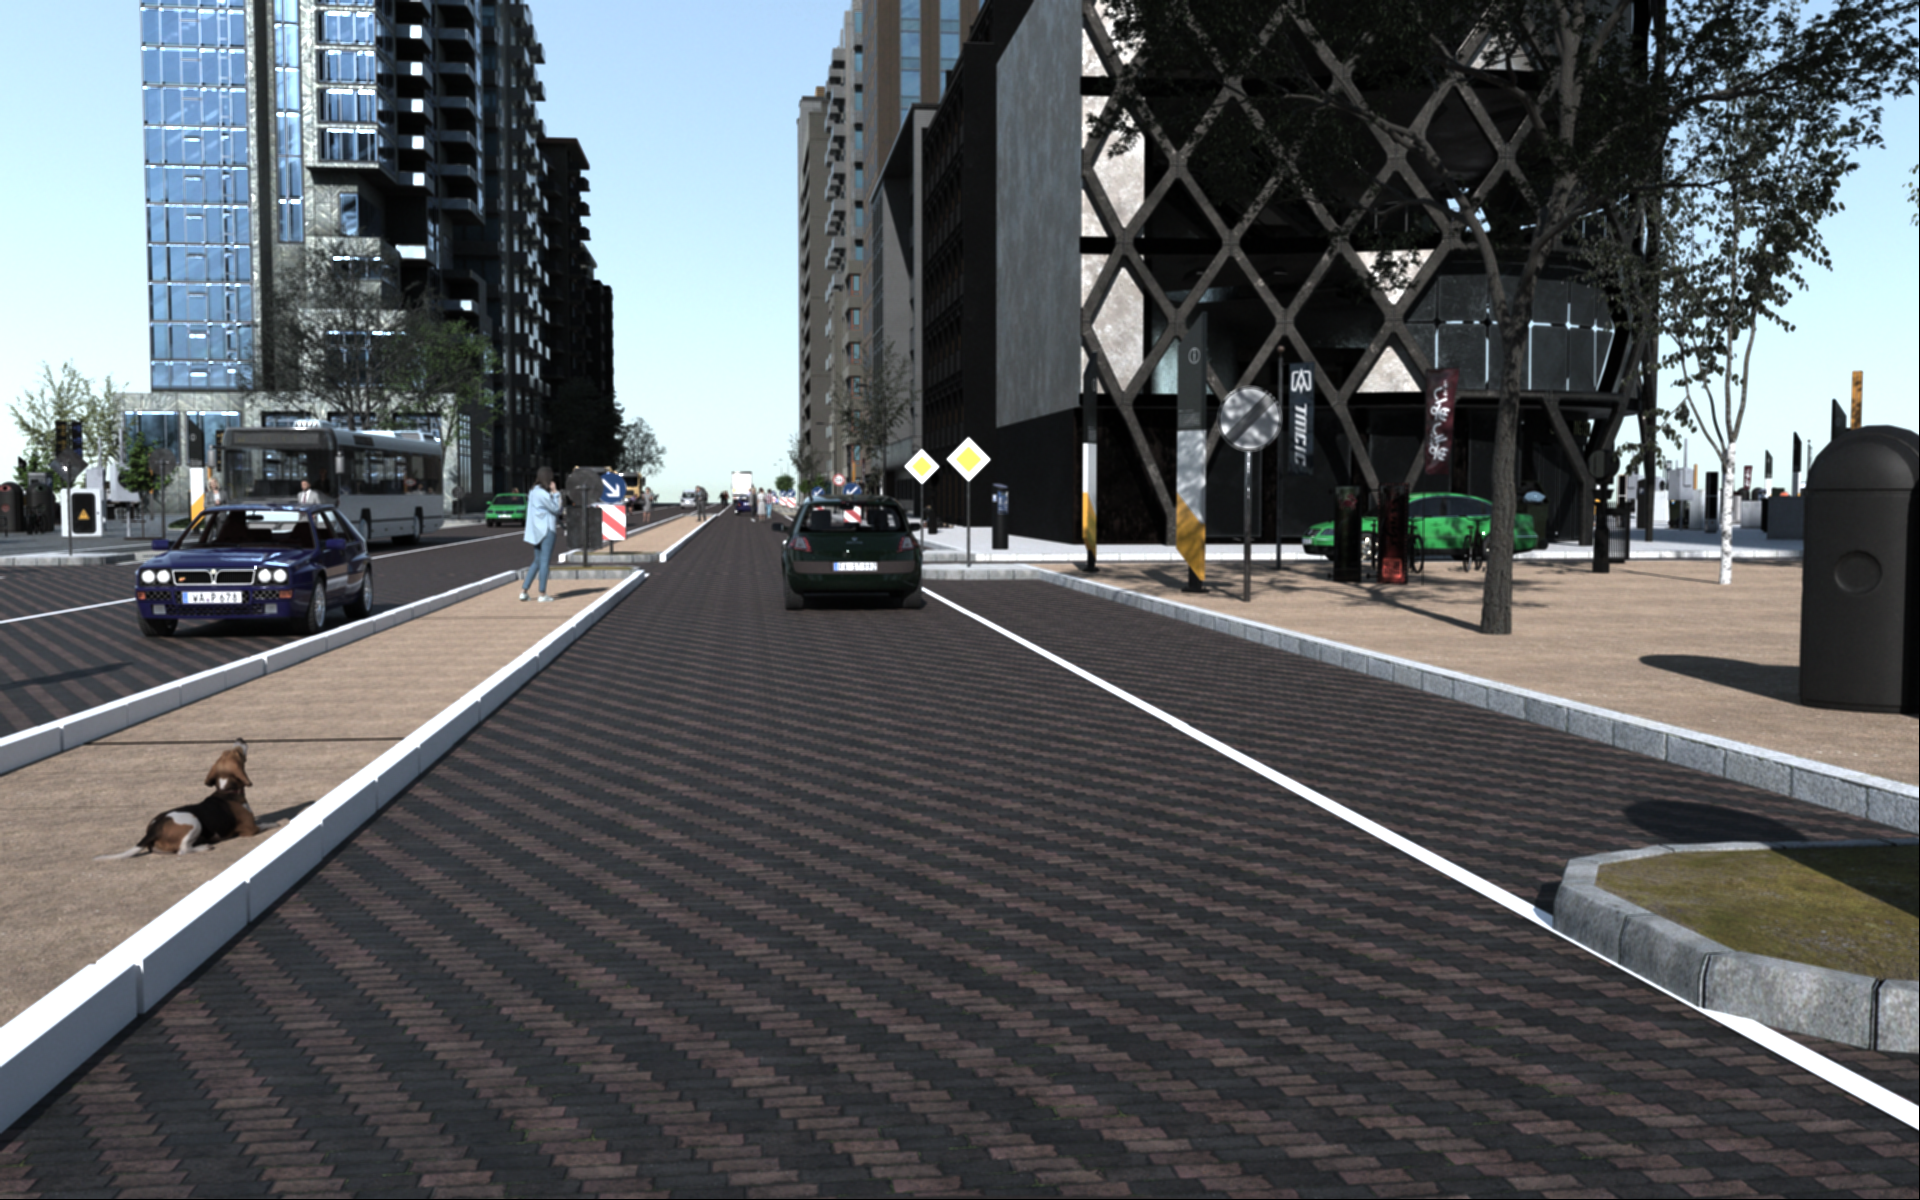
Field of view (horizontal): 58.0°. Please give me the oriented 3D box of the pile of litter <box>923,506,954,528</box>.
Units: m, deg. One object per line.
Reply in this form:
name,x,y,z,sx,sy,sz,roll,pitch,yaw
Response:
pile of litter,-0.963,-3.166,65.730,1.176,0.858,1.719,-2,4,-34

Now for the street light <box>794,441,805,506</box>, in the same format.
street light,-13.389,-10.879,150.410,1.470,5.913,1.316,0,4,-7

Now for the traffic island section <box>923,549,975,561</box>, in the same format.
traffic island section,-0.820,-0.982,38.337,2.009,0.180,2.903,0,4,-7

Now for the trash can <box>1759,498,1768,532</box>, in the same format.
trash can,27.262,-2.847,58.201,0.748,1.137,0.748,0,3,0

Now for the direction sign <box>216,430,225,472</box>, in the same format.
direction sign,-25.866,-4.245,61.395,0.876,3.537,0.379,-1,4,-13

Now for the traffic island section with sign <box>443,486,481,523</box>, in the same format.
traffic island section with sign,-24.766,-4.704,85.535,1.989,1.847,2.006,0,4,-7

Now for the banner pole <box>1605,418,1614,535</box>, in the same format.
banner pole,20.455,-3.948,54.570,0.401,3.779,0.863,0,4,2

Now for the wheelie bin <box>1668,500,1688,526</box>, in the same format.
wheelie bin,29.087,-3.805,70.113,0.693,1.594,0.980,3,4,37

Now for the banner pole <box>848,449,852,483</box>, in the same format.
banner pole,-6.185,-6.541,96.959,0.401,3.779,0.863,1,4,11

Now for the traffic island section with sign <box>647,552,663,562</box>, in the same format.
traffic island section with sign,-7.433,-1.776,37.173,2.006,1.907,1.989,0,4,-7

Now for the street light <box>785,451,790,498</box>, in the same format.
street light,-18.136,-13.228,188.815,1.470,5.913,1.316,0,4,-7

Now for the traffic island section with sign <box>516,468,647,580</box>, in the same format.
traffic island section with sign,-6.524,-1.326,29.821,2.006,1.907,1.989,0,4,-7

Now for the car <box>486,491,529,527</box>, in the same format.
car,-19.847,-4.147,76.604,1.959,1.807,4.718,0,4,-7

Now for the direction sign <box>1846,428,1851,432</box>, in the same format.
direction sign,30.684,-4.119,59.348,0.876,3.537,0.379,-1,4,-10

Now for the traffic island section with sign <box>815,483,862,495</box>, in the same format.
traffic island section with sign,-3.919,-3.171,60.466,1.989,1.847,2.006,0,4,-7

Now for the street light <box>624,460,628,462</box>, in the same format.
street light,-44.645,-15.946,233.251,1.470,5.913,1.316,0,4,-7

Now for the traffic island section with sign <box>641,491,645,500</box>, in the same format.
traffic island section with sign,-44.500,-14.372,243.604,1.989,1.847,2.006,0,4,-7

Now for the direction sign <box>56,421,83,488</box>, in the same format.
direction sign,-27.778,-3.798,54.088,0.379,3.537,0.876,2,4,26

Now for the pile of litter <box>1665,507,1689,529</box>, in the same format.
pile of litter,26.949,-3.047,63.783,1.719,0.858,1.176,3,4,38

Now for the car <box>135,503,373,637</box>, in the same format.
car,-7.541,-0.376,18.730,1.945,1.354,3.894,0,4,-8

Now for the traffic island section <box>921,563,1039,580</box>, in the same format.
traffic island section,0.169,-0.497,30.413,2.009,0.180,2.903,0,4,-7

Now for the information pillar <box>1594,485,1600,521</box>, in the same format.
information pillar,28.811,-5.332,78.540,0.504,3.616,0.183,0,4,-4

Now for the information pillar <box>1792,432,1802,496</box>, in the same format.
information pillar,31.342,-4.499,64.911,0.183,3.616,0.504,0,3,0

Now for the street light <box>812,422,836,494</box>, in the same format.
street light,-8.650,-8.558,112.459,1.470,5.913,1.316,0,4,-7

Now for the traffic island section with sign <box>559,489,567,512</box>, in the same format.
traffic island section with sign,-30.927,-7.726,134.948,1.989,1.847,2.006,0,4,-7

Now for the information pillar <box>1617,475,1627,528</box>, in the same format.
information pillar,25.104,-3.745,65.719,0.304,2.012,0.304,1,4,15

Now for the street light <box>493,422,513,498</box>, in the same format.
street light,-29.585,-8.533,112.048,1.470,5.913,1.316,0,4,-7

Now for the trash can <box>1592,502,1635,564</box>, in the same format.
trash can,12.110,-1.253,32.143,0.748,1.137,0.748,0,3,0

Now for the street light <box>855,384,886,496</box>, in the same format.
street light,-3.719,-6.157,73.210,1.470,5.913,1.316,0,4,-7

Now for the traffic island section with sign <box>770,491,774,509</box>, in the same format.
traffic island section with sign,-16.889,-9.523,164.332,1.989,1.847,2.006,0,4,-7

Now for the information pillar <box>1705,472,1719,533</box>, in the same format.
information pillar,24.912,-3.237,57.417,0.304,2.012,0.304,0,4,5

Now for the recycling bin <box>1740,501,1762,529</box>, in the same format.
recycling bin,29.683,-3.203,64.931,0.722,1.027,0.722,2,4,26

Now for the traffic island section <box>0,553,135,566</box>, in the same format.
traffic island section,-18.575,-0.847,36.133,2.009,0.180,2.903,0,4,-7

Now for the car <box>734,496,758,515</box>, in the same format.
car,-14.323,-6.404,117.280,1.945,1.354,3.894,-1,4,-9

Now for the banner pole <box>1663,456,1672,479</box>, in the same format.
banner pole,46.486,-7.580,113.956,0.863,3.779,0.401,-1,4,-20

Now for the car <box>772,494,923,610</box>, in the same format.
car,-1.475,-0.799,22.844,2.009,1.686,4.222,0,4,-6

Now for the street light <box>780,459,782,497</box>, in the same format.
street light,-23.591,-15.885,232.258,1.470,5.913,1.316,0,4,-7

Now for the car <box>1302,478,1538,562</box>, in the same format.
car,9.380,-1.634,35.513,4.718,1.807,1.959,0,4,-7

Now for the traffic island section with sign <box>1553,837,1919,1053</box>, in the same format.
traffic island section with sign,2.983,0.202,5.325,1.989,1.847,2.006,0,4,-7

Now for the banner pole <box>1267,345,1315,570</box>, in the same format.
banner pole,5.583,-2.392,29.120,0.863,3.779,0.401,3,4,38

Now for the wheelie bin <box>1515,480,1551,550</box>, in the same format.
wheelie bin,13.179,-1.964,40.026,0.693,1.594,0.980,-1,4,-20

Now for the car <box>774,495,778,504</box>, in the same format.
car,-25.870,-13.949,237.652,1.945,1.707,3.694,0,4,-8

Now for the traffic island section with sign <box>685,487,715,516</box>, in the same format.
traffic island section with sign,-16.755,-6.336,111.733,2.006,1.907,1.989,0,4,-7

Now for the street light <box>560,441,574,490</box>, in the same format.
street light,-34.241,-10.899,150.742,1.470,5.913,1.316,0,4,-7

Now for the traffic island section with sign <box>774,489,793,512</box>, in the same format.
traffic island section with sign,-13.450,-7.837,136.766,1.989,1.847,2.006,0,4,-7

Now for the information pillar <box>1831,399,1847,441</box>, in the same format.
information pillar,21.684,-3.148,42.817,0.504,3.616,0.183,-2,4,-30

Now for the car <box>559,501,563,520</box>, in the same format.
car,-23.017,-5.292,96.122,1.945,1.707,3.694,-1,4,-8

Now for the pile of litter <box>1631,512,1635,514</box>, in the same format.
pile of litter,44.886,-6.105,113.789,1.719,0.858,1.176,0,4,-7

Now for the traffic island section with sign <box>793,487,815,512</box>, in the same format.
traffic island section with sign,-7.328,-4.840,87.769,1.989,1.847,2.006,0,4,-7

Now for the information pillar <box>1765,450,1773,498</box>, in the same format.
information pillar,42.793,-6.138,91.712,0.504,3.616,0.183,-2,4,-30

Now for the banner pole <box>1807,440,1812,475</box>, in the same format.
banner pole,39.171,-5.497,79.890,0.401,3.779,0.863,3,4,39

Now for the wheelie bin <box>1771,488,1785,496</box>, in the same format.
wheelie bin,43.688,-5.178,92.573,0.980,1.594,0.693,3,5,44
